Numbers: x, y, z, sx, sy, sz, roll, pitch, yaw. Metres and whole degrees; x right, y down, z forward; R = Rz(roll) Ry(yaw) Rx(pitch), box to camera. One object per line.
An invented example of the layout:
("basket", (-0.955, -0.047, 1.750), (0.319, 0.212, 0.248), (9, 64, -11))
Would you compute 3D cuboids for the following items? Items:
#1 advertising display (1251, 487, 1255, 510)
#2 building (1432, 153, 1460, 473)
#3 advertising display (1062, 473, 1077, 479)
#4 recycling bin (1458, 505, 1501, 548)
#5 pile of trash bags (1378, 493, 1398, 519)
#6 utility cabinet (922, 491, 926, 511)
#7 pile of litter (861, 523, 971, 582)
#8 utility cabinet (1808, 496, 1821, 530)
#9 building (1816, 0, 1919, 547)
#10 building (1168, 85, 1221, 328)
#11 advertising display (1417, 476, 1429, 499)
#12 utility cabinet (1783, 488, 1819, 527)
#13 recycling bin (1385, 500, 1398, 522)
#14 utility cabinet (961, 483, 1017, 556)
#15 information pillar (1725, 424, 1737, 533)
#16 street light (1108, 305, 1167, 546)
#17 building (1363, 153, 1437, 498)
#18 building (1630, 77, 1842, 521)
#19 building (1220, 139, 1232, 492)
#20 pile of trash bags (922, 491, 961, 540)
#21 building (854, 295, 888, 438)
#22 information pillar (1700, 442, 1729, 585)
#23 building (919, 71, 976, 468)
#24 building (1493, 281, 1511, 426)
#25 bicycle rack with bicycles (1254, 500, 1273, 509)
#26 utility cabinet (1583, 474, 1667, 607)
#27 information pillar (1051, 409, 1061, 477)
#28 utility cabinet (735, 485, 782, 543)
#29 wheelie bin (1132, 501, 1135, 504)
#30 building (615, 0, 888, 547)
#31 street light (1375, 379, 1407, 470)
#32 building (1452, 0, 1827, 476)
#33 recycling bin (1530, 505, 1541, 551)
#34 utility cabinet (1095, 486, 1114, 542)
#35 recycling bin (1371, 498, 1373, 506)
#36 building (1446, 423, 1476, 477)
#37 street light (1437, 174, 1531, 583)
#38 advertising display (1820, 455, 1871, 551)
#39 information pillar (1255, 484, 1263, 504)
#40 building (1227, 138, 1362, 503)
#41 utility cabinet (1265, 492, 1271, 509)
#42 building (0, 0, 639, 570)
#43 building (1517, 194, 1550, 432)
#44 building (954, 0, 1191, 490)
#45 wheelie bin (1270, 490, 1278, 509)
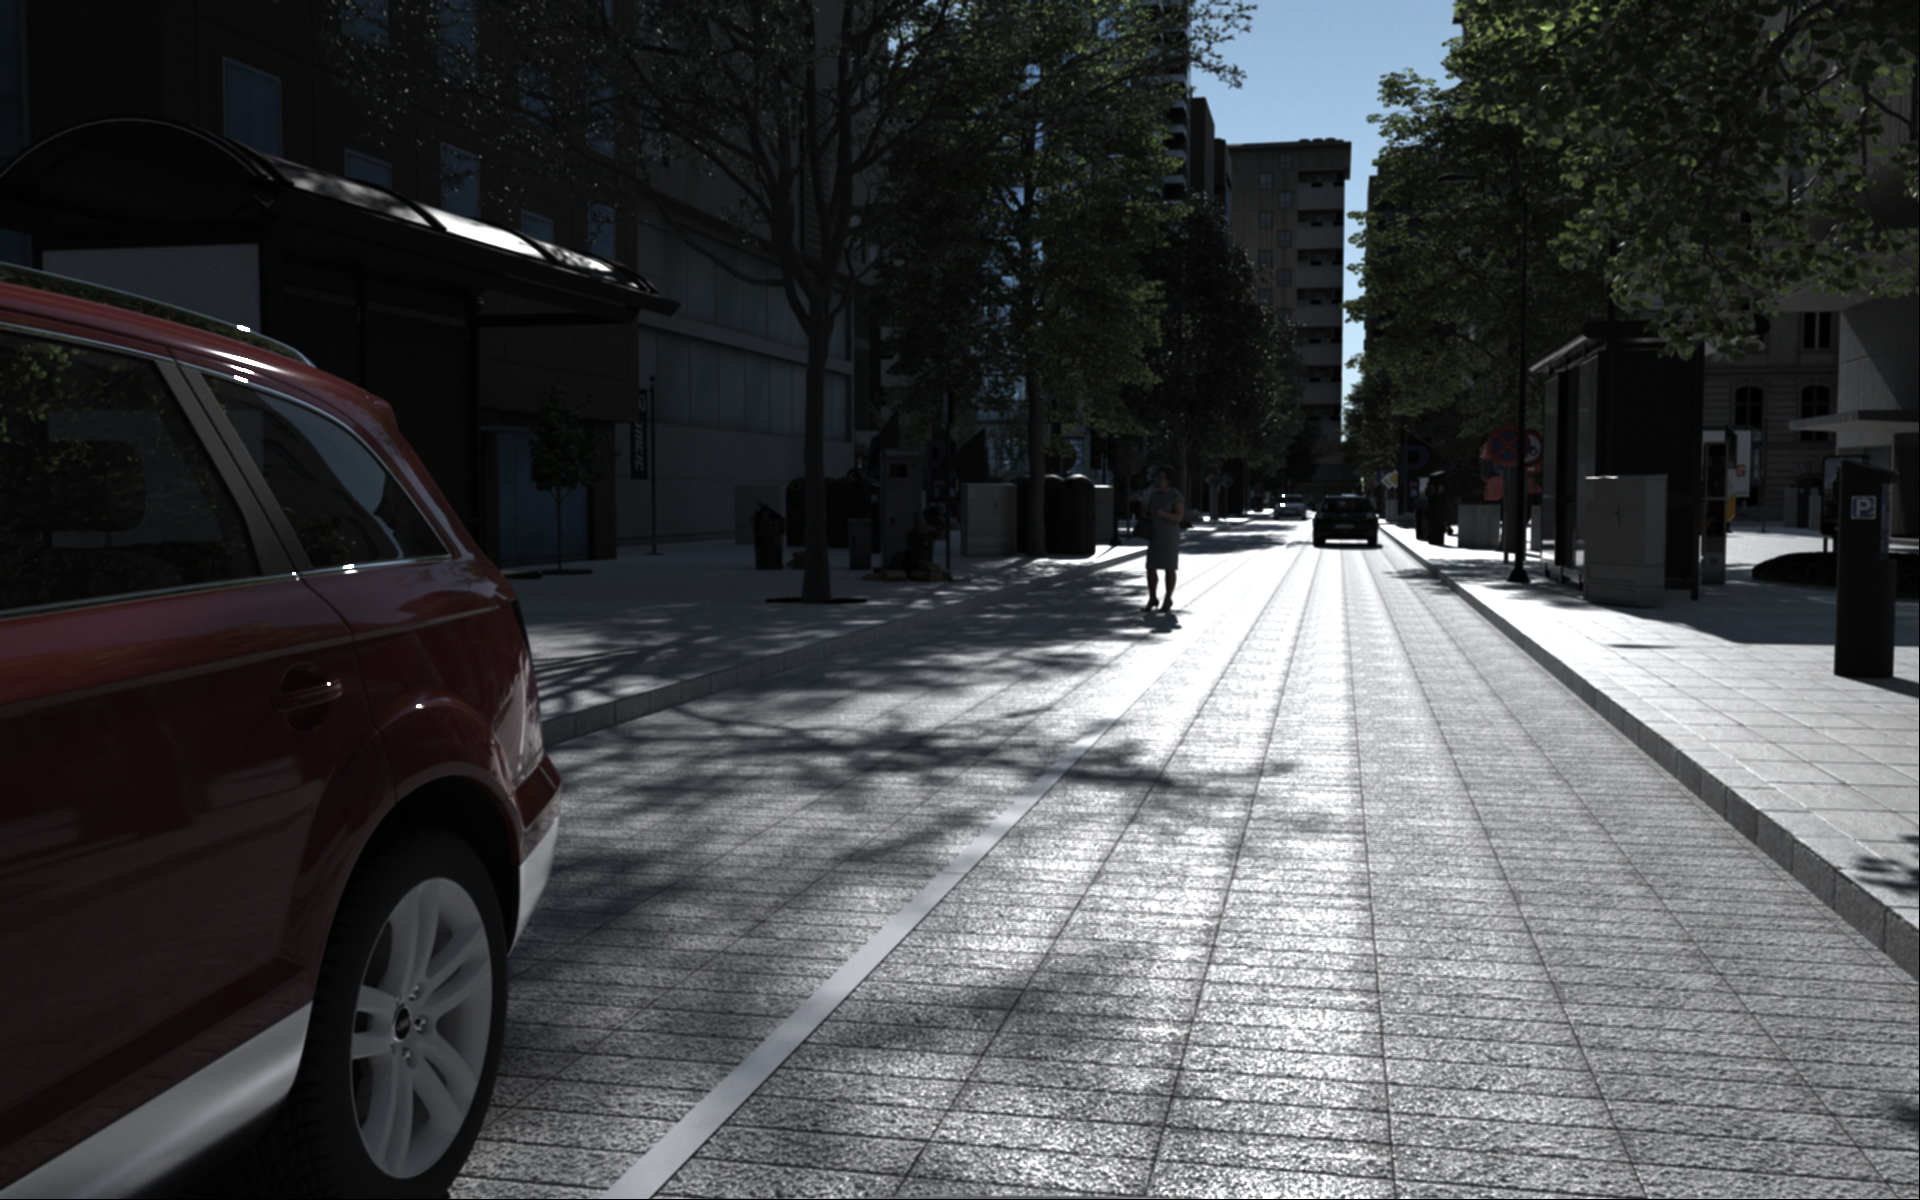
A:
("advertising display", (23.275, -8.099, 137.637), (0.123, 1.923, 0.974), (0, 4, -4))
("building", (63.537, -31.963, 206.193), (14.154, 41.232, 14.086), (1, 4, 12))
("advertising display", (3.265, -2.986, 54.040), (0.974, 1.923, 0.123), (-3, 4, -36))
("recycling bin", (12.424, -1.768, 41.465), (0.722, 1.027, 0.722), (-2, 4, -26))
("pile of trash bags", (22.232, -4.777, 87.859), (1.912, 1.369, 3.447), (1, 4, 10))
("utility cabinet", (-2.885, -7.150, 125.586), (0.318, 1.500, 1.173), (2, 4, 29))
("pile of litter", (-0.671, -0.714, 25.639), (1.719, 0.858, 1.176), (3, 5, 44))
("utility cabinet", (30.593, -3.065, 61.278), (1.020, 1.237, 0.306), (0, 4, -3))
("building", (33.895, -27.265, 35.014), (28.713, 52.752, 27.495), (1, 4, 12))
("building", (20.785, -33.225, 193.337), (14.600, 45.320, 14.200), (1, 4, 12))
("advertising display", (17.036, -3.519, 62.742), (0.974, 1.923, 0.123), (-1, 4, -8))
("utility cabinet", (32.116, -3.515, 66.150), (1.173, 1.500, 0.318), (2, 4, 24))
("recycling bin", (19.959, -4.092, 79.456), (0.722, 1.027, 0.722), (2, 4, 28))
("utility cabinet", (0.600, -1.652, 35.692), (1.173, 1.500, 0.318), (-2, 4, -29))
("information pillar", (25.508, -4.039, 57.391), (0.183, 3.616, 0.504), (-1, 4, -18))
("street light", (4.394, -4.294, 42.743), (1.470, 5.913, 1.316), (1, 4, 12))
("building", (68.854, -38.168, 247.745), (21.600, 48.544, 21.300), (1, 4, 12))
("building", (47.916, -16.362, 86.610), (34.723, 24.649, 14.460), (1, 4, 12))
("building", (26.056, -34.576, 215.430), (14.200, 45.320, 14.600), (1, 4, 12))
("pile of trash bags", (-0.889, -2.342, 48.038), (3.447, 1.369, 1.912), (3, 5, 42))
("building", (-20.590, -36.522, 220.843), (21.600, 48.544, 21.300), (1, 4, 12))
("information pillar", (10.693, -1.227, 24.557), (0.304, 2.012, 0.304), (1, 4, 18))
("building", (4.079, -38.105, 212.251), (27.495, 52.752, 28.713), (1, 4, 12))
("building", (47.751, -19.052, 130.588), (14.460, 24.649, 34.723), (1, 4, 12))
("bicycle rack with bicycles", (25.009, -8.141, 146.480), (2.925, 0.926, 2.852), (0, 4, 8))
("utility cabinet", (7.631, -0.688, 19.936), (0.318, 1.500, 1.173), (-1, 4, -12))
("information pillar", (2.609, -3.425, 47.351), (0.183, 3.616, 0.504), (-1, 4, -22))
("utility cabinet", (-5.162, -2.184, 44.388), (1.173, 1.500, 0.318), (0, 4, -1))
("wheelie bin", (15.432, -8.977, 154.684), (0.693, 1.594, 0.980), (-2, 4, -31))
("building", (-18.123, -28.347, 52.710), (27.495, 52.752, 28.713), (1, 4, 12))
("street light", (17.458, -5.959, 69.967), (1.470, 5.913, 1.316), (1, 4, 12))
("building", (61.891, -35.128, 163.582), (28.713, 52.752, 27.495), (1, 4, 12))
("recycling bin", (13.315, -1.609, 38.855), (0.722, 1.027, 0.722), (-2, 4, -24))
("utility cabinet", (3.565, -2.271, 45.812), (1.173, 1.500, 0.318), (-3, 4, -37))
("recycling bin", (29.376, -6.775, 123.331), (0.722, 1.027, 0.722), (2, 4, 28))
("building", (63.387, -45.831, 187.592), (20.563, 71.187, 20.611), (1, 4, 12))
("street light", (7.610, -3.219, 25.171), (1.470, 5.913, 1.316), (1, 4, 12))
("advertising display", (14.670, -1.438, 28.728), (0.123, 1.923, 0.974), (-1, 4, -13))
("information pillar", (21.786, -7.425, 125.891), (0.304, 2.012, 0.304), (-2, 4, -27))
("building", (45.754, -40.835, 256.892), (27.495, 52.752, 28.713), (1, 4, 12))
("utility cabinet", (27.026, -8.761, 151.919), (0.318, 1.500, 1.173), (1, 4, 19))
("building", (-14.642, -23.104, 27.855), (14.600, 45.320, 14.200), (1, 4, 12))
("building", (39.132, -15.659, 105.173), (9.793, 20.994, 18.267), (1, 4, 12))
("building", (12.466, -52.485, 170.800), (22.319, 86.520, 31.000), (1, 4, 12))
("wheelie bin", (26.887, -8.592, 148.395), (0.693, 1.594, 0.980), (0, 4, 3))
